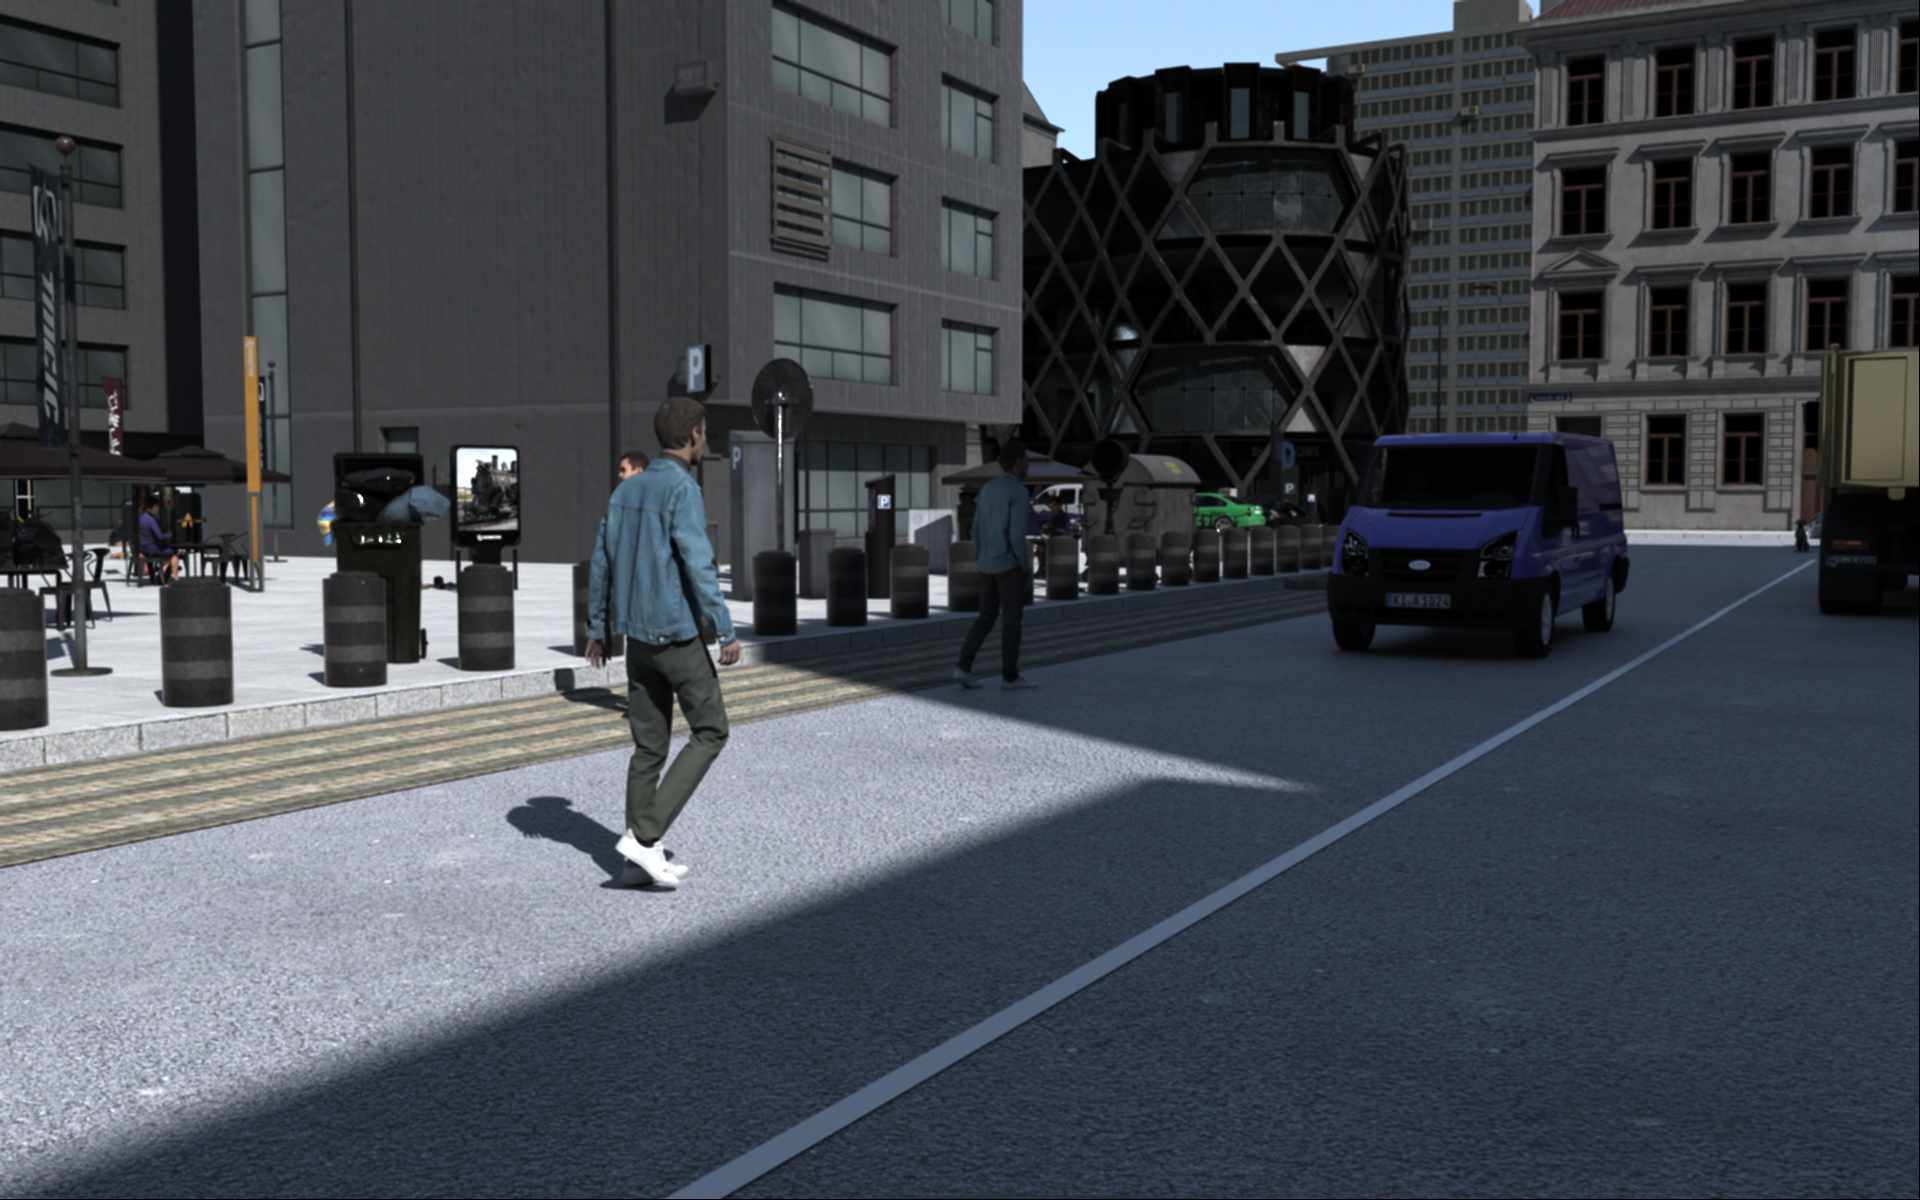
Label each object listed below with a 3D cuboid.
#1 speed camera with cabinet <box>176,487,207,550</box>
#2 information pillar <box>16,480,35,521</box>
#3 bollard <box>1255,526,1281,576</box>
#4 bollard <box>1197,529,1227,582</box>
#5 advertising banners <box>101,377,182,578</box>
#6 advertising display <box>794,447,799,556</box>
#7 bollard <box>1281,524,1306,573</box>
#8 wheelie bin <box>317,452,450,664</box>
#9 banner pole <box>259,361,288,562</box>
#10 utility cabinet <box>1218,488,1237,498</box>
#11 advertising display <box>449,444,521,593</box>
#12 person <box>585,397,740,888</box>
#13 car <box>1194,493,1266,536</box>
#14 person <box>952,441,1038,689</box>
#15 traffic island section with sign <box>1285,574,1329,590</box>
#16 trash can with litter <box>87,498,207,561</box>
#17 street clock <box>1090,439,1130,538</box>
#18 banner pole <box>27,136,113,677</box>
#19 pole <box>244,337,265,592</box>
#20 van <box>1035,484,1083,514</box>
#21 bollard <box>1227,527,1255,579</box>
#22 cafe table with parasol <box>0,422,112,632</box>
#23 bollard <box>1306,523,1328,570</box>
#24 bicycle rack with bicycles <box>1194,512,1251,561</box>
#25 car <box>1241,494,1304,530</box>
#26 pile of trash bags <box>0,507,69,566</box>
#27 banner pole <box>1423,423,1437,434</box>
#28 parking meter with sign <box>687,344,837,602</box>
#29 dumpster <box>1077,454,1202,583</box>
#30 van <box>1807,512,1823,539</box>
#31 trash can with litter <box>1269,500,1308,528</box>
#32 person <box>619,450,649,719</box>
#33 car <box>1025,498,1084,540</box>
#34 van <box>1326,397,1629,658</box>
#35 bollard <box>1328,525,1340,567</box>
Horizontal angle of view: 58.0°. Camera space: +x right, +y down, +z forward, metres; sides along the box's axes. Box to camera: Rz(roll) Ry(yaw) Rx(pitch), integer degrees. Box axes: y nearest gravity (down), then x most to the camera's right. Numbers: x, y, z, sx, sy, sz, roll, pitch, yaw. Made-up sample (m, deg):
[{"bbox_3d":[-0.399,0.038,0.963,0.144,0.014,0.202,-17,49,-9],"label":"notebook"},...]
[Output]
[{"bbox_3d":[-17.094,-2.782,39.829,2.038,3.252,0.660,0,4,5],"label":"speed camera with cabinet"},{"bbox_3d":[-21.003,-2.106,38.929,0.304,2.012,0.304,-1,4,-9],"label":"information pillar"},{"bbox_3d":[4.783,-0.777,27.425,0.404,0.777,0.398,0,3,0],"label":"bollard"},{"bbox_3d":[3.603,-0.648,25.318,0.404,0.777,0.398,0,3,0],"label":"bollard"},{"bbox_3d":[-12.722,-1.881,26.942,0.090,3.025,2.074,0,4,4],"label":"advertising banners"},{"bbox_3d":[-2.564,-1.135,23.765,0.123,1.923,0.974,-3,5,-45],"label":"advertising display"},{"bbox_3d":[5.382,-0.842,28.481,0.404,0.777,0.398,0,3,0],"label":"bollard"},{"bbox_3d":[-4.398,-0.326,13.237,0.980,1.594,0.693,-1,4,-16],"label":"wheelie bin"},{"bbox_3d":[-13.004,-2.591,32.374,0.401,3.779,0.863,2,4,24],"label":"banner pole"},{"bbox_3d":[10.396,-3.592,67.403,0.318,1.500,1.173,-1,4,-14],"label":"utility cabinet"},{"bbox_3d":[-6.252,-1.079,22.849,0.123,1.923,0.974,3,5,43],"label":"advertising display"},{"bbox_3d":[-1.098,0.156,6.289,0.444,1.785,0.601,-3,5,-41],"label":"person"},{"bbox_3d":[8.217,-3.139,60.120,4.718,1.807,1.959,2,4,31],"label":"car"},{"bbox_3d":[0.257,-0.258,12.730,0.620,1.820,0.660,-3,4,-39],"label":"person"},{"bbox_3d":[6.196,-1.075,26.205,1.989,1.847,2.006,2,4,29],"label":"traffic island section with sign"},{"bbox_3d":[-15.896,-1.404,34.016,2.233,1.210,1.678,0,4,7],"label":"trash can with litter"},{"bbox_3d":[1.983,-1.124,22.951,0.471,2.002,0.358,2,4,27],"label":"street clock"},{"bbox_3d":[-6.233,-1.345,12.003,0.401,3.779,0.863,0,4,-7],"label":"banner pole"},{"bbox_3d":[-9.203,-1.758,22.580,0.158,3.312,0.155,0,3,0],"label":"pole"},{"bbox_3d":[3.758,-3.559,65.205,4.112,2.044,2.013,2,4,29],"label":"van"},{"bbox_3d":[4.190,-0.713,26.369,0.404,0.777,0.398,0,3,0],"label":"bollard"},{"bbox_3d":[-9.055,-0.719,16.614,2.610,1.966,2.610,0,4,-8],"label":"cafe table with parasol"},{"bbox_3d":[5.969,-0.906,29.530,0.404,0.777,0.398,0,3,0],"label":"bollard"},{"bbox_3d":[4.461,-1.271,34.169,2.852,0.926,2.925,1,4,12],"label":"bicycle rack with bicycles"},{"bbox_3d":[10.545,-3.170,61.617,4.222,1.686,2.009,2,4,31],"label":"car"},{"bbox_3d":[-16.723,-1.162,28.747,1.912,1.369,3.447,1,4,16],"label":"pile of trash bags"},{"bbox_3d":[16.656,-4.357,61.249,0.401,3.779,0.863,-2,4,-26],"label":"banner pole"},{"bbox_3d":[-2.352,-1.501,20.803,1.738,3.016,0.543,-2,4,-31],"label":"parking meter with sign"},{"bbox_3d":[2.615,-1.197,25.337,1.264,1.857,1.865,2,4,29],"label":"dumpster"},{"bbox_3d":[24.844,-2.389,46.074,4.112,2.044,2.013,2,4,31],"label":"van"},{"bbox_3d":[6.463,-1.322,32.998,1.055,1.170,0.624,-2,4,-29],"label":"trash can with litter"},{"bbox_3d":[-2.046,-0.106,11.154,0.530,1.710,0.541,2,4,30],"label":"person"},{"bbox_3d":[2.023,-2.445,52.559,3.894,1.354,1.945,2,4,31],"label":"car"},{"bbox_3d":[5.201,-0.776,17.076,2.240,2.365,5.245,2,4,29],"label":"van"},{"bbox_3d":[6.557,-0.971,30.590,0.404,0.777,0.398,0,3,0],"label":"bollard"}]
